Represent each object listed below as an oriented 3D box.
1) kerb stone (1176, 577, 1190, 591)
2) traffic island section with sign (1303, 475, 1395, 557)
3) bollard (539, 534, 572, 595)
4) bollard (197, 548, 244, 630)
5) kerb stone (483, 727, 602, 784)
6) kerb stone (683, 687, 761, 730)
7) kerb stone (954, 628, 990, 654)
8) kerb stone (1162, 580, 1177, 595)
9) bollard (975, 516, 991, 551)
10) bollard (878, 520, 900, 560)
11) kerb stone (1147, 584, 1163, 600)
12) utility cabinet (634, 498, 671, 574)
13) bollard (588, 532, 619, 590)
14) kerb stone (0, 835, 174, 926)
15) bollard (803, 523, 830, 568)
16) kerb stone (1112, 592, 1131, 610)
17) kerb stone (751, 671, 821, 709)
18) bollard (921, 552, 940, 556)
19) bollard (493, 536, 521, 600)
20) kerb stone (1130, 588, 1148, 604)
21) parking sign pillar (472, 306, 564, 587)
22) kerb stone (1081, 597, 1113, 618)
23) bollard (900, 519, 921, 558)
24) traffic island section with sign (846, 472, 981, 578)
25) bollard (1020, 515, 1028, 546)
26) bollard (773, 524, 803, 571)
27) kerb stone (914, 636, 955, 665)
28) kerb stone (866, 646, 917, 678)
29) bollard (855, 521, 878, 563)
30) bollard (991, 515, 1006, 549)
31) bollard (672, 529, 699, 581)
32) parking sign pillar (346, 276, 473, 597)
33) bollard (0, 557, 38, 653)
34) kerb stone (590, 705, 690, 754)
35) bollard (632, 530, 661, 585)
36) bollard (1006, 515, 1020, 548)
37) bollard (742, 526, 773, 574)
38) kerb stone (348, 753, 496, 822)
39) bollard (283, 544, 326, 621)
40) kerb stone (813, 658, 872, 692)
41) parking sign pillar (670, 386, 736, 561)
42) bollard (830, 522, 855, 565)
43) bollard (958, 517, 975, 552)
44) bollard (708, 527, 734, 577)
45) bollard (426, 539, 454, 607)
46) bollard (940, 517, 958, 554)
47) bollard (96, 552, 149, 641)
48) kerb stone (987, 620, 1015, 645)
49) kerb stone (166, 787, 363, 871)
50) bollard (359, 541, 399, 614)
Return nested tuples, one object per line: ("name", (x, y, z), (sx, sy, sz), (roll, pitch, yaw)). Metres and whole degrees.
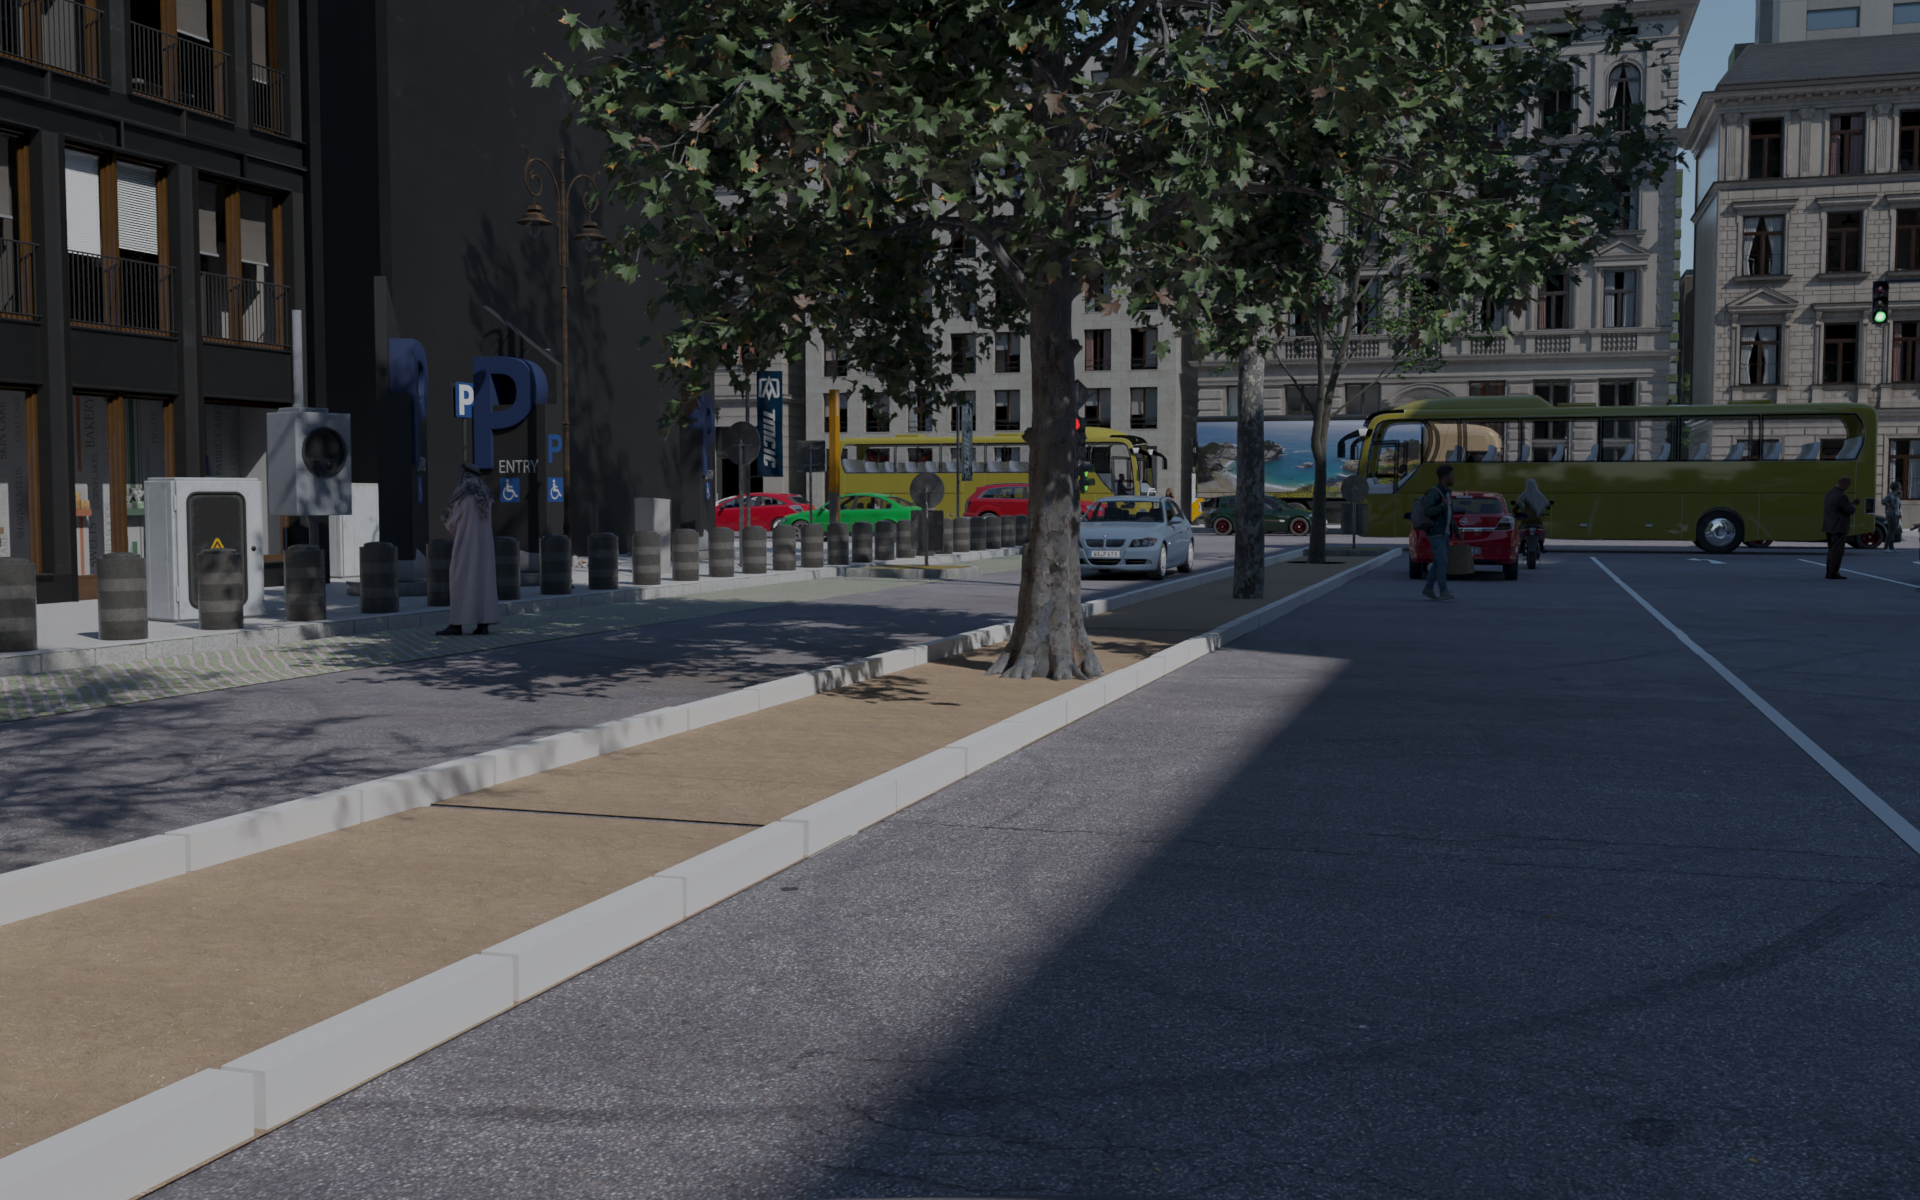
("kerb stone", (3.218, -0.209, 25.621), (0.120, 0.150, 1.000), (1, 4, 18))
("traffic island section with sign", (9.164, -1.981, 40.527), (2.006, 1.907, 1.989), (1, 4, 18))
("bollard", (-5.187, -0.458, 22.205), (0.404, 0.777, 0.398), (0, 3, 0))
("bollard", (-7.036, -0.108, 16.479), (0.404, 0.777, 0.398), (0, 3, 0))
("kerb stone", (-2.176, 0.809, 8.973), (0.120, 0.150, 1.000), (1, 4, 18))
("kerb stone", (-1.535, 0.697, 10.932), (0.120, 0.150, 1.000), (1, 4, 18))
("kerb stone", (0.046, 0.389, 15.829), (0.120, 0.150, 1.000), (1, 4, 18))
("kerb stone", (2.899, -0.150, 24.646), (0.120, 0.150, 1.000), (1, 4, 18))
("bollard", (0.389, -1.512, 39.439), (0.404, 0.777, 0.398), (0, 3, 0))
("bollard", (-1.469, -1.161, 33.697), (0.404, 0.777, 0.398), (0, 3, 0))
("kerb stone", (2.587, -0.088, 23.669), (0.120, 0.150, 1.000), (1, 4, 18))
("utility cabinet", (-5.021, -1.049, 28.316), (0.306, 1.237, 1.020), (-2, 4, -28))
("bollard", (-4.812, -0.529, 23.358), (0.404, 0.777, 0.398), (0, 3, 0))
("kerb stone", (-3.117, 0.990, 6.041), (0.120, 0.150, 1.000), (1, 4, 18))
("bollard", (-2.581, -0.950, 30.252), (0.404, 0.777, 0.398), (0, 3, 0))
("kerb stone", (1.948, 0.037, 21.709), (0.120, 0.150, 1.000), (1, 4, 18))
("kerb stone", (-1.224, 0.632, 11.908), (0.120, 0.150, 1.000), (1, 4, 18))
("bollard", (-0.728, -1.301, 35.986), (0.404, 0.777, 0.398), (0, 3, 0))
("bollard", (-5.556, -0.388, 21.059), (0.404, 0.777, 0.398), (0, 3, 0))
("kerb stone", (2.268, -0.028, 22.692), (0.120, 0.150, 1.000), (1, 4, 18))
("parking sign pillar", (-6.269, -2.207, 24.559), (1.447, 3.967, 1.447), (2, 4, 24))
("kerb stone", (1.628, 0.090, 20.726), (0.120, 0.150, 1.000), (1, 4, 18))
("bollard", (-1.097, -1.231, 34.840), (0.404, 0.777, 0.398), (0, 3, 0))
("traffic island section with sign", (-0.721, -1.323, 30.265), (1.989, 1.847, 2.006), (1, 4, 18))
("bollard", (1.507, -1.723, 42.889), (0.404, 0.777, 0.398), (0, 3, 0))
("bollard", (-2.954, -0.880, 29.106), (0.404, 0.777, 0.398), (0, 3, 0))
("kerb stone", (-0.274, 0.450, 14.845), (0.120, 0.150, 1.000), (1, 4, 18))
("kerb stone", (-0.590, 0.510, 13.859), (0.120, 0.150, 1.000), (1, 4, 18))
("bollard", (-1.839, -1.091, 32.553), (0.404, 0.777, 0.398), (0, 3, 0))
("bollard", (0.761, -1.582, 40.585), (0.404, 0.777, 0.398), (0, 3, 0))
("bollard", (-4.067, -0.669, 25.660), (0.404, 0.777, 0.398), (0, 3, 0))
("parking sign pillar", (-7.134, -2.062, 22.180), (1.447, 3.967, 1.447), (-1, 4, -8))
("bollard", (-7.786, 0.033, 14.178), (0.404, 0.777, 0.398), (0, 3, 0))
("kerb stone", (-1.852, 0.749, 9.952), (0.120, 0.150, 1.000), (1, 4, 18))
("bollard", (-4.439, -0.599, 24.518), (0.404, 0.777, 0.398), (0, 3, 0))
("bollard", (1.134, -1.652, 41.729), (0.404, 0.777, 0.398), (0, 3, 0))
("bollard", (-3.322, -0.810, 27.962), (0.404, 0.777, 0.398), (0, 3, 0))
("kerb stone", (-2.488, 0.868, 7.996), (0.120, 0.150, 1.000), (1, 4, 18))
("bollard", (-6.667, -0.178, 17.623), (0.404, 0.777, 0.398), (0, 3, 0))
("kerb stone", (-0.909, 0.570, 12.884), (0.120, 0.150, 1.000), (1, 4, 18))
("parking sign pillar", (-5.146, -2.782, 33.961), (1.447, 3.967, 1.447), (0, 4, 4))
("bollard", (-2.210, -1.021, 31.410), (0.404, 0.777, 0.398), (0, 3, 0))
("bollard", (0.016, -1.441, 38.282), (0.404, 0.777, 0.398), (0, 3, 0))
("bollard", (-3.696, -0.740, 26.814), (0.404, 0.777, 0.398), (0, 3, 0))
("bollard", (-5.928, -0.318, 19.916), (0.404, 0.777, 0.398), (0, 3, 0))
("bollard", (-0.352, -1.371, 37.138), (0.404, 0.777, 0.398), (0, 3, 0))
("bollard", (-7.412, -0.037, 15.329), (0.404, 0.777, 0.398), (0, 3, 0))
("kerb stone", (0.370, 0.330, 16.807), (0.120, 0.150, 1.000), (1, 4, 18))
("kerb stone", (-2.802, 0.928, 7.020), (0.120, 0.150, 1.000), (1, 4, 18))
("bollard", (-6.296, -0.248, 18.772), (0.404, 0.777, 0.398), (0, 3, 0))
